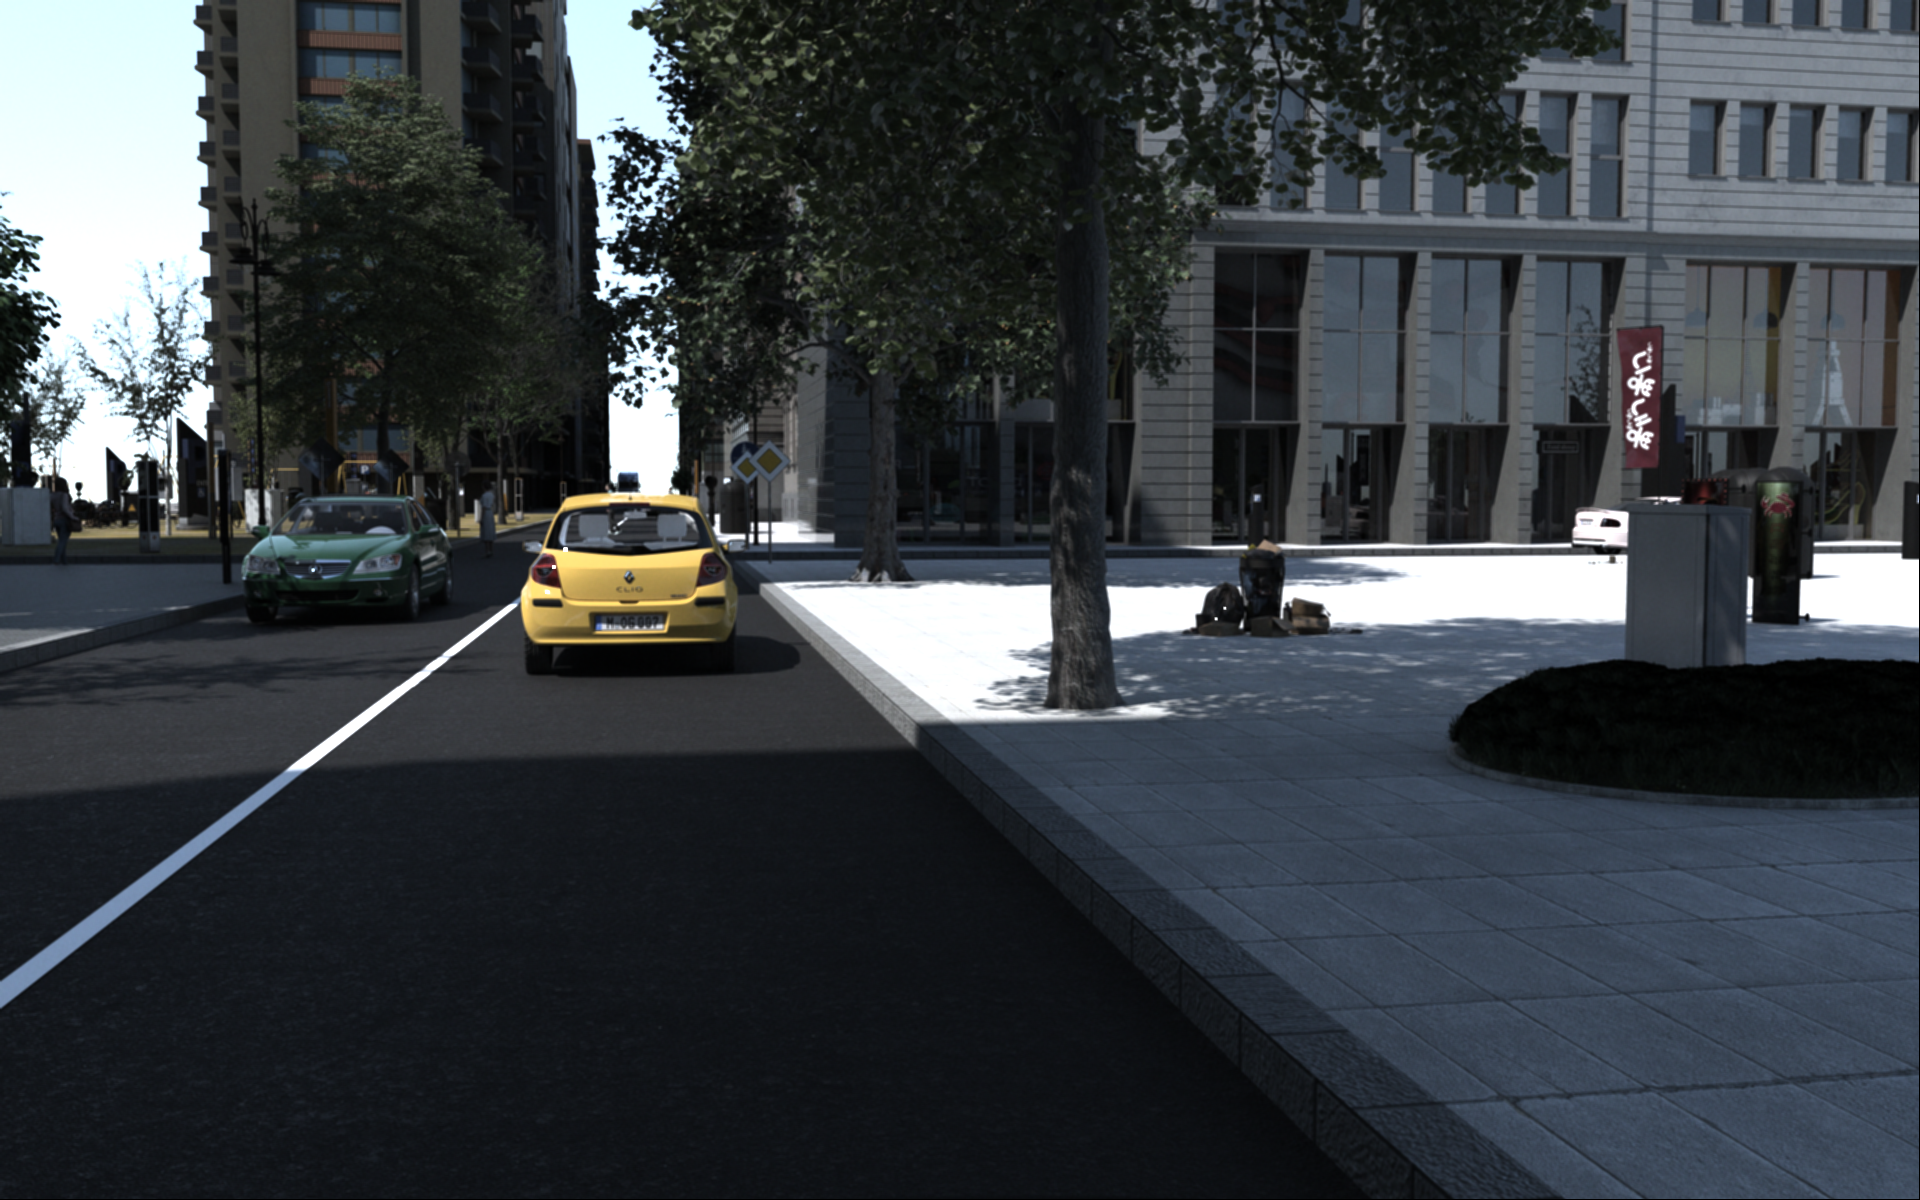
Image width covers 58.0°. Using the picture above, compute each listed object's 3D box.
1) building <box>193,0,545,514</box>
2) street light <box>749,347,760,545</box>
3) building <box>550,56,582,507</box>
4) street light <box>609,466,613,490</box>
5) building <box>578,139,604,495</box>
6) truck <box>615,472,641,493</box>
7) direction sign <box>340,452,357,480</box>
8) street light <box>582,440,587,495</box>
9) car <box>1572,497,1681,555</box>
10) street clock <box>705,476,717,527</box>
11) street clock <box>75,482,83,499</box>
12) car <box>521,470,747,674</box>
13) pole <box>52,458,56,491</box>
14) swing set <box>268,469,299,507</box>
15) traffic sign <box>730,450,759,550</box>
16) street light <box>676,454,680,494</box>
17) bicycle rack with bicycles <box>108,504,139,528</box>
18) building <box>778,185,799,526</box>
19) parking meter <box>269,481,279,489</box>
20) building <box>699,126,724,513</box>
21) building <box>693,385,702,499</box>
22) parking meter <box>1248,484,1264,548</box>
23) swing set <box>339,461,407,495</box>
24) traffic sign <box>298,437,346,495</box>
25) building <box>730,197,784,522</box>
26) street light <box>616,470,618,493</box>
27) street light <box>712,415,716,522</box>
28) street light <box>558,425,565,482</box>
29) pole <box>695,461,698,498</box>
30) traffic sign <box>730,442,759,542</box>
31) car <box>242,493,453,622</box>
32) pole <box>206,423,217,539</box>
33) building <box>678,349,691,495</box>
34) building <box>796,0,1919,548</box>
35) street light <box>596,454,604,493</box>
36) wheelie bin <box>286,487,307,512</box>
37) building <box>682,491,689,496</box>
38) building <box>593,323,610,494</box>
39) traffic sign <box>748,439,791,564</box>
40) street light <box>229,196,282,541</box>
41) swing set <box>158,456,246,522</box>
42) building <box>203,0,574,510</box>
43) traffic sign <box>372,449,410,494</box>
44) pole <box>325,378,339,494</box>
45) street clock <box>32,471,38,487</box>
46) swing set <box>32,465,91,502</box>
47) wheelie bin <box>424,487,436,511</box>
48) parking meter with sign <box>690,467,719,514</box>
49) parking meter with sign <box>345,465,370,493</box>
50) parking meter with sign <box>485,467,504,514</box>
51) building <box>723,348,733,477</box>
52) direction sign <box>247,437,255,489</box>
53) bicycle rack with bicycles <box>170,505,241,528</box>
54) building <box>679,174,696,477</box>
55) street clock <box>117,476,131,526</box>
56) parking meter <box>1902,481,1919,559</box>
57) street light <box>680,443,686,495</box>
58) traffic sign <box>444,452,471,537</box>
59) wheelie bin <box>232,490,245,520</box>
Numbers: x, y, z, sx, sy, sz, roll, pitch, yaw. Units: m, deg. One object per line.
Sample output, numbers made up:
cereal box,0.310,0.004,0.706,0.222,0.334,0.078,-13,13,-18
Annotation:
building,-41.381,-28.705,123.958,22.147,44.769,28.867,-1,4,-10
street light,-5.121,-4.314,43.318,0.468,5.910,1.993,-1,4,-10
building,-45.462,-32.003,173.360,14.600,45.320,14.200,-1,4,-10
street light,-46.570,-15.807,231.237,0.468,5.910,1.993,-1,4,-10
building,-54.732,-33.798,207.214,22.147,44.769,28.867,-1,4,-10
truck,-40.465,-13.627,212.560,2.967,4.110,18.799,-1,4,-9
direction sign,-32.895,-6.192,93.229,0.876,3.537,0.379,-1,4,-12
street light,-32.339,-10.798,149.337,0.468,5.910,1.993,-1,4,-10
car,16.182,-1.619,38.829,4.827,1.381,2.083,-1,4,-10
street clock,-9.808,-3.898,68.304,0.471,2.002,0.358,2,4,33
street clock,-52.267,-6.006,102.770,0.358,2.002,0.471,0,4,0
car,-2.876,-0.312,15.319,2.015,1.641,3.980,-1,4,-9
pole,-51.283,-6.379,98.141,0.158,3.312,0.155,0,3,0
swing set,-41.425,-6.761,108.167,3.119,2.851,2.862,0,4,6
traffic sign,-4.870,-2.207,39.724,0.795,2.450,0.064,-1,4,-10
street light,-30.364,-13.196,188.535,0.468,5.910,1.993,-1,4,-10
bicycle rack with bicycles,-32.148,-3.166,65.148,2.852,0.926,2.925,3,4,37
building,0.050,-17.090,66.814,14.401,28.519,23.554,-1,4,-10
parking meter,-31.510,-4.519,79.590,0.255,1.863,0.399,3,5,43
building,-11.685,-21.600,124.864,14.160,30.474,14.107,-1,4,-10
building,-12.918,-20.266,176.388,27.650,21.520,28.899,-1,4,-10
parking meter,7.071,-2.014,41.348,0.372,1.533,0.369,0,3,0
swing set,-28.216,-5.208,82.764,3.119,2.851,2.862,0,4,-5
traffic sign,-11.234,-1.645,30.537,0.795,2.450,0.064,-1,4,-10
building,-6.538,-14.579,87.525,9.793,20.994,18.267,-1,4,-10
street light,-52.864,-18.000,267.093,0.468,5.910,1.993,-1,4,-10
street light,-11.189,-6.462,78.442,0.468,5.910,1.993,-1,4,-10
street light,-26.281,-8.656,114.320,0.468,5.910,1.993,-1,4,-10
pole,-15.853,-6.752,104.239,0.158,3.312,0.155,0,3,0
traffic sign,-5.183,-2.568,42.092,0.768,2.556,0.104,0,4,-2
car,-7.320,-0.565,21.035,2.131,1.459,4.920,-1,4,-9
pole,-21.463,-3.413,49.639,0.158,3.312,0.155,0,3,0
building,-35.912,-30.142,264.521,14.160,30.474,14.107,-1,4,-10
building,10.603,-16.545,48.005,29.804,29.767,11.434,-1,4,-10
street light,-38.666,-12.992,185.206,0.468,5.910,1.993,-1,4,-10
wheelie bin,-31.034,-4.471,81.001,0.980,1.594,0.693,0,4,-7
building,-29.586,-49.452,246.789,20.563,71.187,20.611,-1,4,-10
building,-59.608,-29.754,258.175,14.160,30.474,14.107,-1,4,-10
traffic sign,-3.502,-1.726,31.857,0.795,2.450,0.064,-1,4,-10
street light,-11.022,-3.330,27.228,0.468,5.910,1.993,-1,4,-10
swing set,-31.395,-4.474,70.769,3.119,2.851,2.862,1,4,19
building,-48.346,-34.387,151.462,28.713,52.752,27.495,-1,4,-10
traffic sign,-12.602,-2.126,38.404,0.795,2.450,0.064,-1,4,-10
pole,-11.111,-2.252,30.670,0.158,3.312,0.155,0,3,0
street clock,-28.467,-2.962,52.999,0.358,2.002,0.471,3,5,45
swing set,-49.536,-5.930,94.574,2.862,2.851,3.119,1,4,22
wheelie bin,-24.835,-4.460,80.823,0.693,1.594,0.980,-1,4,-9
parking meter with sign,-16.317,-7.008,110.838,1.738,3.016,0.543,1,4,8
parking meter with sign,-30.413,-5.540,86.844,1.738,3.016,0.543,-1,4,-14
parking meter with sign,-29.660,-6.928,109.541,1.738,3.016,0.543,0,4,-8
building,-8.962,-15.369,106.042,10.420,20.320,16.860,-1,4,-10
direction sign,-28.106,-4.692,68.709,0.379,3.537,0.876,-3,4,-39
bicycle rack with bicycles,-28.229,-3.162,65.085,2.852,0.926,2.925,2,4,25
building,-24.951,-34.784,223.337,22.147,44.769,28.867,-1,4,-10
street clock,-33.740,-4.000,69.974,0.471,2.002,0.358,-3,5,-39
parking meter,18.775,-1.571,34.095,0.372,1.533,0.369,0,3,0
street light,-24.321,-11.054,153.516,0.468,5.910,1.993,-1,4,-10
traffic sign,-15.044,-3.168,51.906,0.768,2.556,0.104,-1,4,-9
wheelie bin,-36.250,-4.840,87.040,0.693,1.594,0.980,1,4,17
